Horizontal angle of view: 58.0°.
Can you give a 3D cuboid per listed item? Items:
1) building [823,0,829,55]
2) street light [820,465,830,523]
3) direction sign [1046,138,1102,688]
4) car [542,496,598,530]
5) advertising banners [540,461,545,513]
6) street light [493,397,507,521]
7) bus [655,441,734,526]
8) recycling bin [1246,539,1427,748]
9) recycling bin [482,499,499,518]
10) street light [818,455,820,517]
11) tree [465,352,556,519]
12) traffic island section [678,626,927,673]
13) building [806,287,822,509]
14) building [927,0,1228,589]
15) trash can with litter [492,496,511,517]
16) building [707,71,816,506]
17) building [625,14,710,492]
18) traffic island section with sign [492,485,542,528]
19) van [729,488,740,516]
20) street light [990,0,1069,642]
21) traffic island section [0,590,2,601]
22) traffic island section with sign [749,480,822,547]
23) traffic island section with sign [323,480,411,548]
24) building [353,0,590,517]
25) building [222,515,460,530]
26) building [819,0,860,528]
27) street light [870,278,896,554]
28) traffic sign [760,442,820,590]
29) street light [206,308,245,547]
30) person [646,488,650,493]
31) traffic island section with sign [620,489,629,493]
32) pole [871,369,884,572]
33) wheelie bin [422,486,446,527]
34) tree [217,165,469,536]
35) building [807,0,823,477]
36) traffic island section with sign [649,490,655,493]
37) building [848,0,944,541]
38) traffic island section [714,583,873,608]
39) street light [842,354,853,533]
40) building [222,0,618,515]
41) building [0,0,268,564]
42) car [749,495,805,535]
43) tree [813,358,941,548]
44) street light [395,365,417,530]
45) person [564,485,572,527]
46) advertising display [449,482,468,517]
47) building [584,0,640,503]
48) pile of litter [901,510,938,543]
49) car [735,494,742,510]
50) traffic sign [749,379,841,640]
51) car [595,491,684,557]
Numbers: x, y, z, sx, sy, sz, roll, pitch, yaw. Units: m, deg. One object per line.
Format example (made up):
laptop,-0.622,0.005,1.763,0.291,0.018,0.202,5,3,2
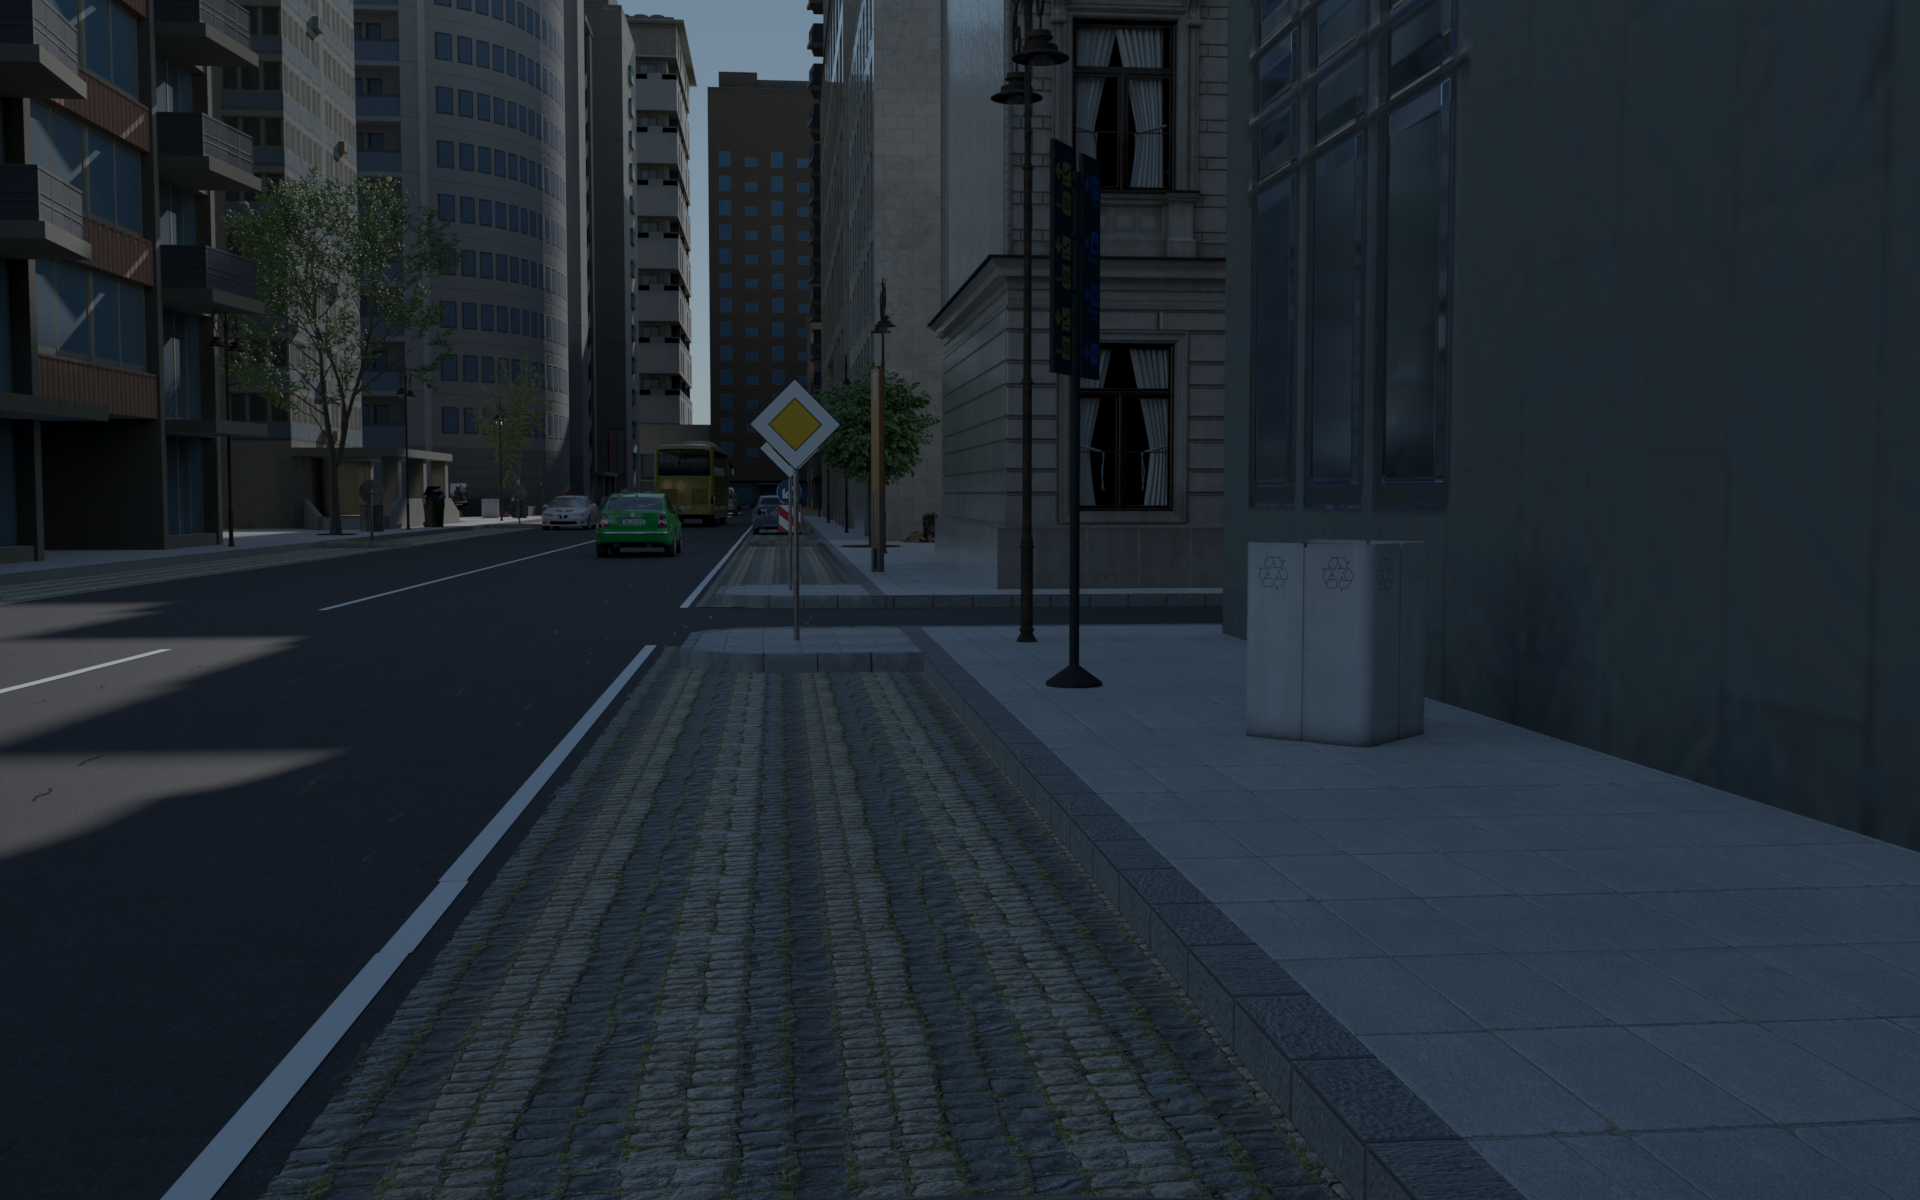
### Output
building,-1.465,-28.068,109.021,14.600,45.320,14.200,0,4,-6
street light,-5.862,-6.374,77.009,0.468,5.910,1.993,0,4,-6
direction sign,0.765,-1.193,11.507,0.379,3.537,0.876,2,4,24
car,-15.879,-3.568,70.696,2.083,1.381,4.827,0,4,-5
advertising banners,-22.638,-5.973,93.849,0.090,3.025,2.074,-1,4,-10
street light,-21.967,-6.731,82.831,0.468,5.910,1.993,0,4,-6
bus,-12.224,-5.414,80.061,2.896,3.916,12.252,0,4,-4
recycling bin,2.003,0.204,9.213,0.722,1.027,0.722,3,5,39
recycling bin,-25.136,-4.903,92.716,0.722,1.027,0.722,-3,4,-36
street light,-7.875,-7.591,96.897,0.468,5.910,1.993,0,4,-6
tree,-22.933,-8.468,88.809,4.737,8.622,4.395,0,3,0
traffic island section,-1.416,0.430,15.244,2.009,0.180,2.903,0,4,-6
building,-0.106,-19.293,160.484,27.650,21.520,28.899,0,4,-6
building,9.036,-10.016,28.390,19.286,19.102,10.561,0,4,-6
trash can with litter,-25.471,-5.174,95.989,1.055,1.170,0.624,-3,5,-41
building,-19.755,-32.884,187.768,14.200,45.320,14.600,0,4,-6
building,-41.320,-36.872,192.091,27.495,52.752,28.713,0,4,-6
traffic island section with sign,-18.656,-3.957,73.322,1.989,1.847,2.006,0,4,-6
van,-15.533,-6.559,114.257,2.013,2.044,4.112,0,4,-5
street light,0.580,-2.574,14.876,0.468,5.910,1.993,0,4,-6
traffic island section,-13.625,0.017,22.007,2.009,0.180,2.903,0,4,-6
traffic island section with sign,-4.810,-2.389,47.683,1.989,1.847,2.006,0,4,-6
traffic island section with sign,-15.864,-2.317,46.511,1.989,1.847,2.006,0,4,-6
building,-35.697,-34.639,108.344,21.231,58.520,28.212,0,4,-6
building,-37.497,-22.945,67.031,32.217,40.220,23.993,0,4,-6
building,3.495,-16.946,81.585,19.350,26.468,34.151,0,4,-6
street light,-1.652,-3.943,37.251,0.468,5.910,1.993,0,4,-6
traffic sign,-2.268,-1.190,23.107,0.795,2.450,0.064,0,4,-6
street light,-17.790,-4.240,42.107,0.468,5.910,1.993,0,4,-6
person,-20.790,-6.533,115.189,0.709,1.838,0.599,0,4,-4
traffic island section with sign,-23.938,-7.046,123.830,1.989,1.847,2.006,0,4,-6
pole,-1.355,-2.116,28.443,0.158,3.312,0.155,0,3,0
wheelie bin,-20.269,-3.605,66.853,0.693,1.594,0.980,2,4,34
tree,-19.439,-7.838,53.914,9.928,11.665,9.643,0,3,0
building,-0.285,-29.122,130.771,22.147,44.769,28.867,0,4,-6
traffic island section with sign,-26.735,-8.686,150.640,1.989,1.847,2.006,0,4,-6
building,1.980,-12.277,55.477,10.420,20.320,16.860,0,4,-6
traffic island section,-2.245,-0.055,23.186,2.009,0.180,2.903,0,4,-6
street light,-3.754,-5.159,57.130,0.468,5.910,1.993,0,4,-6
building,-43.782,-27.110,135.123,32.217,40.220,23.993,0,4,-6
building,-27.423,-23.166,33.383,22.147,44.769,28.867,0,4,-6
car,-6.559,-3.060,62.028,2.014,1.417,4.499,0,4,-6
tree,-2.095,-3.567,42.034,4.285,4.588,4.351,0,3,0
street light,-19.835,-5.462,62.093,0.468,5.910,1.993,0,4,-6
person,-17.285,-4.157,76.438,0.573,1.828,0.580,-2,4,-34
advertising display,-27.752,-5.545,95.879,0.974,1.923,0.123,-1,4,-18
building,-41.196,-32.776,159.586,21.600,48.544,21.300,0,4,-6
pile of litter,-1.040,-1.966,46.116,1.176,0.858,1.719,1,4,19
car,-20.382,-8.892,154.184,1.959,1.807,4.718,0,4,-5
traffic sign,-1.439,-0.705,15.165,0.795,2.450,0.064,0,4,-6
car,-7.528,-1.960,40.835,1.959,1.807,4.718,0,4,-6
